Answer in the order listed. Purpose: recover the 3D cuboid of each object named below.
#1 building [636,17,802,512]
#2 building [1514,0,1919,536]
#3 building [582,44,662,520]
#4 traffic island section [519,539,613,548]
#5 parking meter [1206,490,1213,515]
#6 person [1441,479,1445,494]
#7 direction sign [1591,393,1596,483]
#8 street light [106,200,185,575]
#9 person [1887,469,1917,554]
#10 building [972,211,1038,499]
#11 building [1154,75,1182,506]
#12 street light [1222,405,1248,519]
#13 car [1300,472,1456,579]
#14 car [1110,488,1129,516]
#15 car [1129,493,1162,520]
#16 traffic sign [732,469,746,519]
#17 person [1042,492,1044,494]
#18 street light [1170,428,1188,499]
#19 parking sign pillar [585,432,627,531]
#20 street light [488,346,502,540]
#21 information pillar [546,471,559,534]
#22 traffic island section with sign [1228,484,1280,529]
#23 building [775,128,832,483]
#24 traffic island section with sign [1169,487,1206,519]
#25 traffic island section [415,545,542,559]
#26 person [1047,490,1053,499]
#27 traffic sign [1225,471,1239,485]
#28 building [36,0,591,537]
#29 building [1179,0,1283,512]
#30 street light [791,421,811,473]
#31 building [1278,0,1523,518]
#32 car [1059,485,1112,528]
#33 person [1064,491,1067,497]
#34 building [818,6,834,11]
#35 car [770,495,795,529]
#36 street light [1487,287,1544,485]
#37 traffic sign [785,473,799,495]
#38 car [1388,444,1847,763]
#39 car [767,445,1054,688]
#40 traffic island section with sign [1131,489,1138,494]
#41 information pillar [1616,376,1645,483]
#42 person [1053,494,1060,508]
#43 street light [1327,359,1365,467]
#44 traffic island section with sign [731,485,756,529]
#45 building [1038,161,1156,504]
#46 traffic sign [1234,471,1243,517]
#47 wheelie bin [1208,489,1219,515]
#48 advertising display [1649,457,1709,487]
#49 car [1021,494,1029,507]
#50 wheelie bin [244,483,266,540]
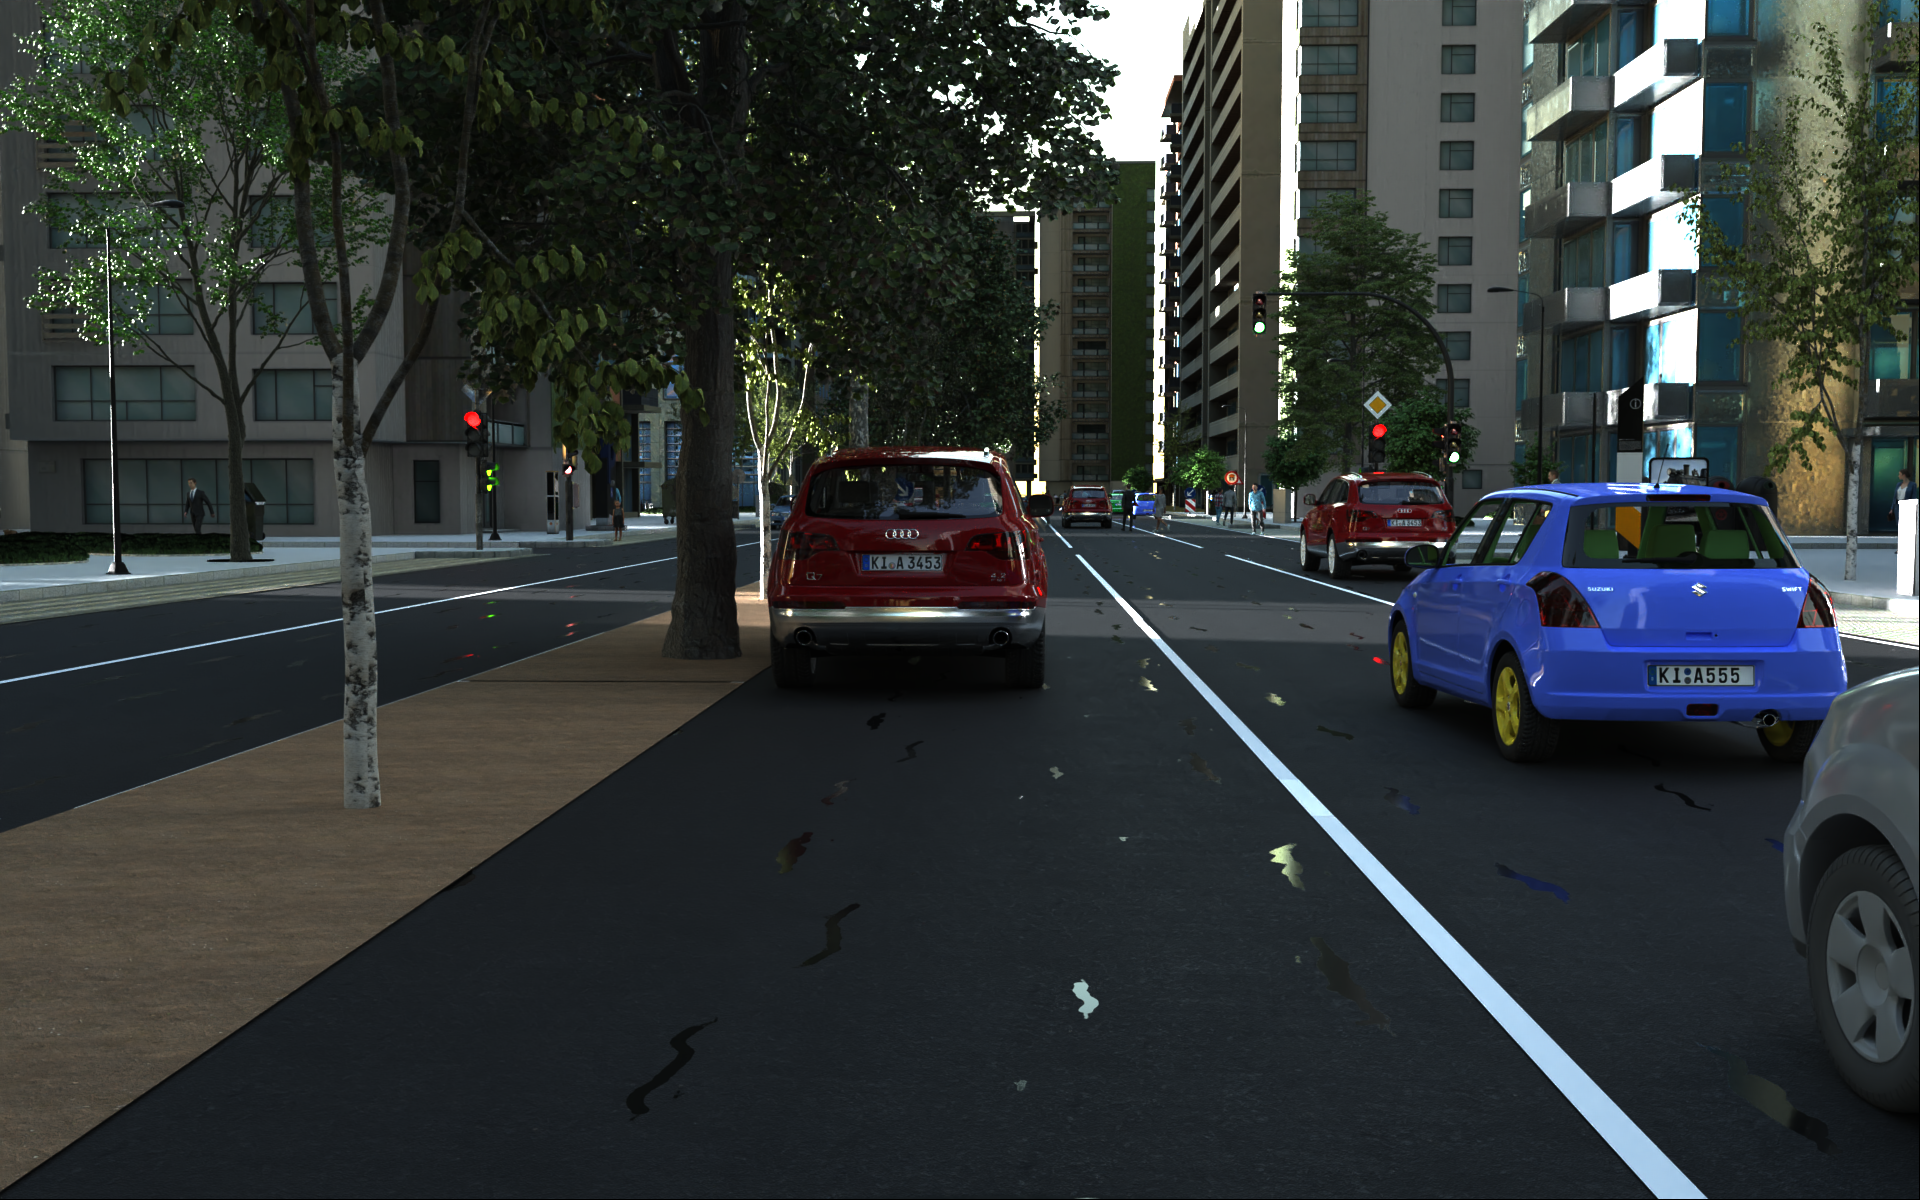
[{"bbox_3d":[-23.781,-50.432,137.242,22.319,86.520,31.000,0,4,2],"label":"building"},{"bbox_3d":[35.695,-27.006,61.159,30.456,49.044,23.786,0,4,2],"label":"building"},{"bbox_3d":[-27.640,-26.432,86.780,22.147,44.769,28.867,0,4,2],"label":"building"},{"bbox_3d":[-10.809,-1.566,47.890,2.009,0.180,2.903,0,4,2],"label":"traffic island section"},{"bbox_3d":[15.422,-6.035,107.077,0.372,1.533,0.369,0,3,0],"label":"parking meter"},{"bbox_3d":[18.267,-3.646,65.502,0.795,1.843,0.661,-3,5,-42],"label":"person"},{"bbox_3d":[14.364,-2.892,39.286,0.379,3.537,0.876,1,4,21],"label":"direction sign"},{"bbox_3d":[-12.933,-3.363,27.521,1.470,5.913,1.316,0,4,2],"label":"street light"},{"bbox_3d":[20.386,-1.912,37.327,0.654,1.822,0.581,-1,4,-14],"label":"person"},{"bbox_3d":[-1.951,-32.544,223.973,23.993,40.220,32.217,0,4,2],"label":"building"},{"bbox_3d":[32.167,-32.116,179.719,22.147,44.769,28.867,0,4,2],"label":"building"},{"bbox_3d":[14.372,-7.214,90.485,1.470,5.913,1.316,0,4,2],"label":"street light"},{"bbox_3d":[7.332,-1.345,30.668,2.281,1.827,5.304,0,4,3],"label":"car"},{"bbox_3d":[9.599,-5.862,104.637,1.959,1.807,4.718,0,4,4],"label":"car"},{"bbox_3d":[10.564,-5.459,98.840,1.945,1.707,3.694,0,4,1],"label":"car"},{"bbox_3d":[-11.239,-5.360,87.735,0.768,2.556,0.104,0,4,4],"label":"traffic sign"},{"bbox_3d":[9.448,-11.494,197.342,0.541,1.710,0.530,2,4,28],"label":"person"},{"bbox_3d":[15.345,-9.090,121.158,1.470,5.913,1.316,0,4,2],"label":"street light"},{"bbox_3d":[-12.445,-4.426,60.843,1.447,3.967,1.447,0,4,2],"label":"parking sign pillar"},{"bbox_3d":[-12.370,-4.609,47.890,1.470,5.913,1.316,0,4,2],"label":"street light"},{"bbox_3d":[-13.061,-3.121,55.519,0.304,2.012,0.304,1,4,11],"label":"information pillar"},{"bbox_3d":[12.196,-3.879,72.049,1.989,1.847,2.006,0,4,2],"label":"traffic island section with sign"},{"bbox_3d":[-19.613,-31.243,160.927,14.600,45.320,14.200,0,4,2],"label":"building"},{"bbox_3d":[13.191,-5.626,100.605,1.989,1.847,2.006,0,4,2],"label":"traffic island section with sign"},{"bbox_3d":[-11.087,-1.078,39.910,2.009,0.180,2.903,0,4,2],"label":"traffic island section"},{"bbox_3d":[9.228,-10.484,179.847,0.705,1.831,1.348,2,4,34],"label":"person"},{"bbox_3d":[14.804,-5.766,94.382,0.768,2.556,0.104,0,4,7],"label":"traffic sign"},{"bbox_3d":[-21.017,-22.821,56.711,14.154,41.232,14.086,0,4,2],"label":"building"},{"bbox_3d":[31.367,-32.460,154.430,21.300,48.544,21.600,0,4,2],"label":"building"},{"bbox_3d":[-10.102,-8.360,109.226,1.470,5.913,1.316,0,4,2],"label":"street light"},{"bbox_3d":[25.313,-25.415,99.131,14.154,41.232,14.086,0,4,2],"label":"building"},{"bbox_3d":[5.411,-4.008,74.197,2.281,1.827,5.304,0,4,2],"label":"car"},{"bbox_3d":[11.889,-11.459,195.843,0.705,1.826,1.348,-3,4,-37],"label":"person"},{"bbox_3d":[-26.442,-39.368,185.659,28.212,58.520,21.231,0,4,2],"label":"building"},{"bbox_3d":[-6.787,-3.647,71.630,2.014,1.417,4.499,0,4,1],"label":"car"},{"bbox_3d":[12.515,-4.062,38.957,1.470,5.913,1.316,0,4,2],"label":"street light"},{"bbox_3d":[-10.448,-6.580,107.594,0.884,2.594,0.081,0,4,4],"label":"traffic sign"},{"bbox_3d":[3.774,-0.058,10.541,1.945,1.707,3.694,0,4,1],"label":"car"},{"bbox_3d":[-0.342,-0.347,14.351,2.281,1.827,5.304,0,4,1],"label":"car"},{"bbox_3d":[14.902,-8.630,149.721,1.989,1.847,2.006,0,4,2],"label":"traffic island section with sign"},{"bbox_3d":[13.318,-2.633,34.408,0.504,3.616,0.183,2,4,26],"label":"information pillar"},{"bbox_3d":[9.621,-9.874,173.130,0.799,1.438,0.628,1,4,22],"label":"person"},{"bbox_3d":[13.291,-5.320,59.520,1.470,5.913,1.316,0,4,2],"label":"street light"},{"bbox_3d":[-9.616,-3.905,72.467,1.989,1.847,2.006,0,4,2],"label":"traffic island section with sign"},{"bbox_3d":[16.801,-32.526,215.398,14.086,41.232,14.154,0,4,2],"label":"building"},{"bbox_3d":[15.266,-5.875,96.062,0.884,2.594,0.081,0,4,5],"label":"traffic sign"},{"bbox_3d":[15.387,-5.912,104.568,0.693,1.594,0.980,1,4,17],"label":"wheelie bin"},{"bbox_3d":[12.580,-1.538,30.362,0.974,1.923,0.123,1,4,20],"label":"advertising display"},{"bbox_3d":[5.186,-8.579,152.269,2.014,1.417,4.499,0,4,3],"label":"car"},{"bbox_3d":[-19.643,-2.441,47.818,0.693,1.594,0.980,0,4,5],"label":"wheelie bin"}]
